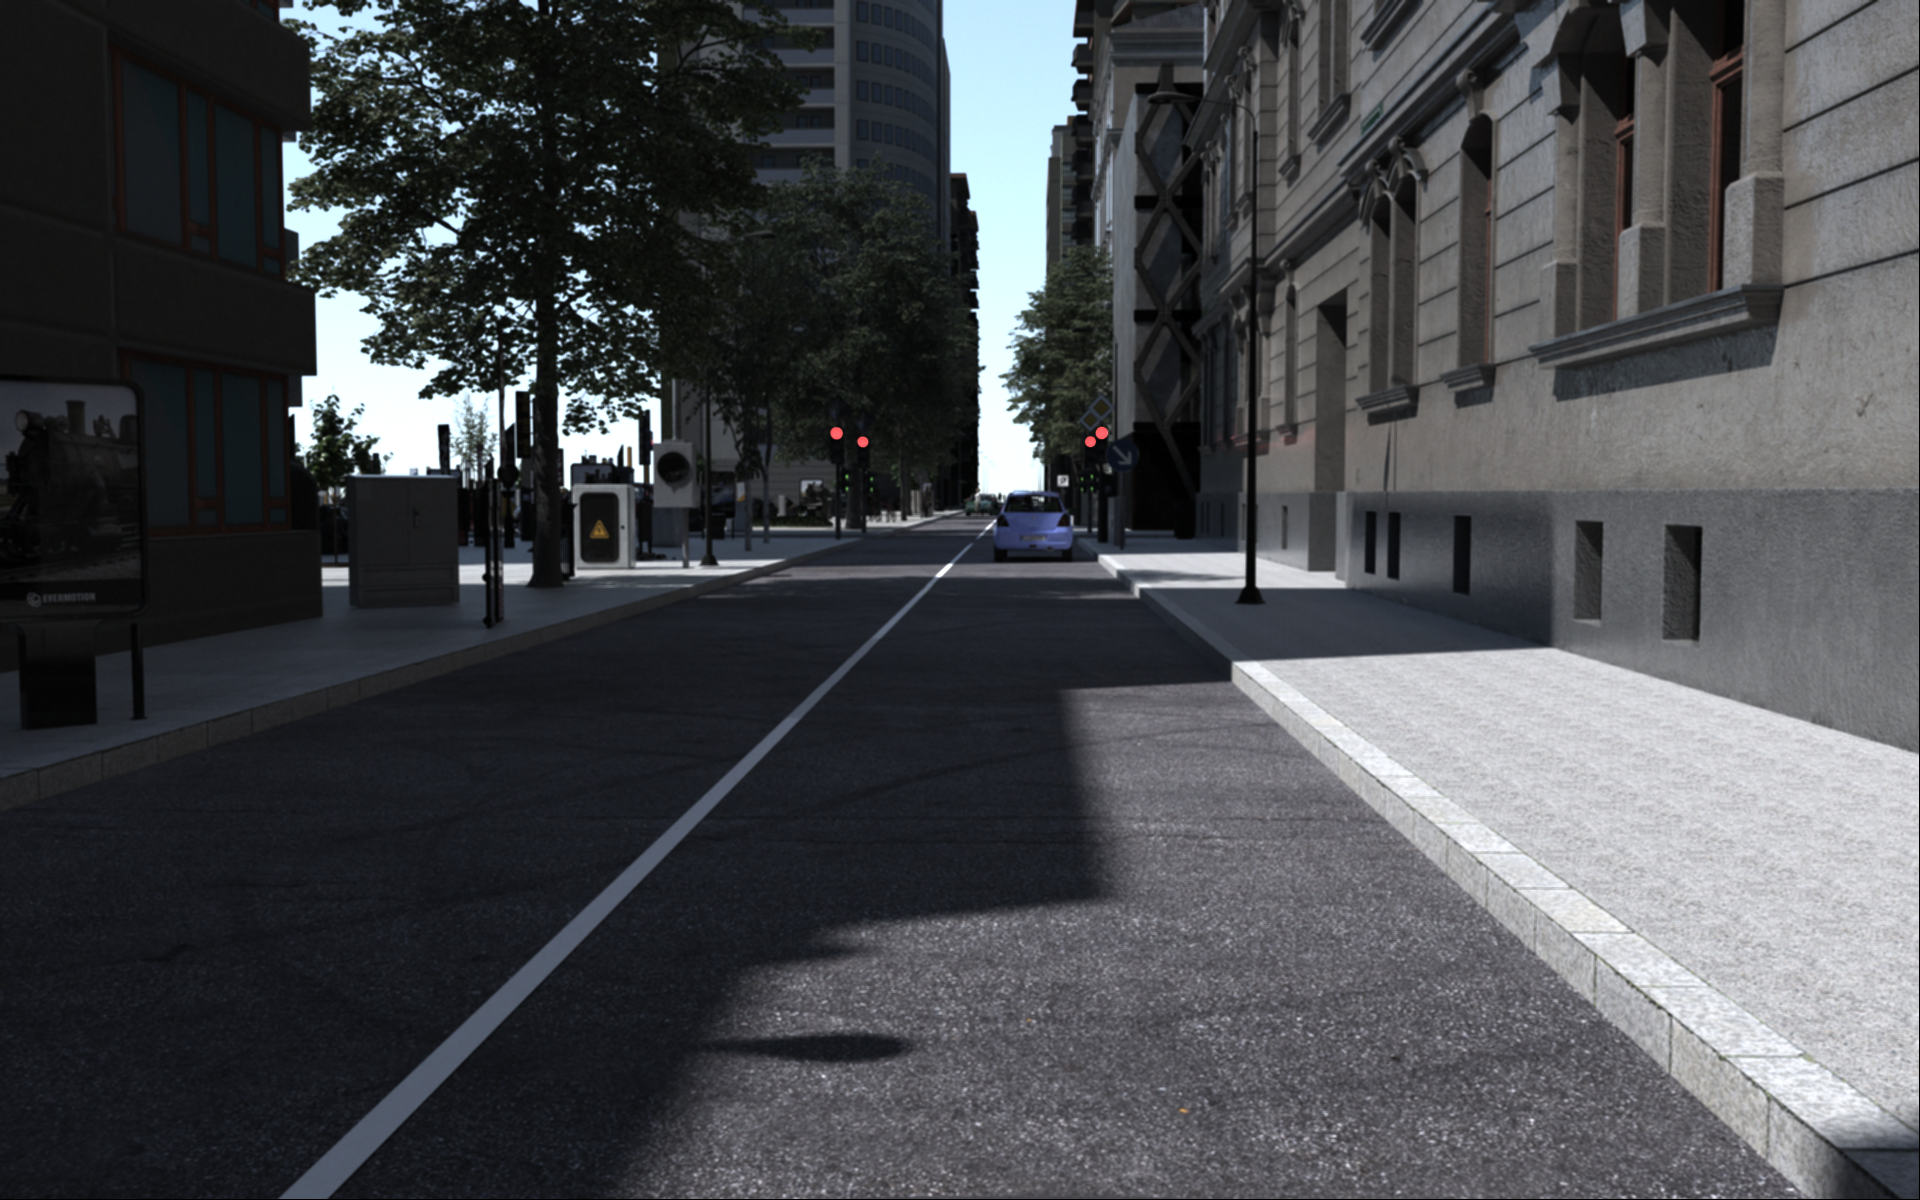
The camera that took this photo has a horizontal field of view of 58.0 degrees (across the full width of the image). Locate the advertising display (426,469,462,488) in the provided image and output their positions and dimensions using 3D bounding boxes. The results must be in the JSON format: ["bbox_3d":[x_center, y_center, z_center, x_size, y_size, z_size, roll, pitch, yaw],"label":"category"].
[{"bbox_3d":[-13.218,-2.399,44.444,0.123,1.923,0.974,3,5,41],"label":"advertising display"}]

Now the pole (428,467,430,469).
[{"bbox_3d":[-39.424,-8.246,128.662,0.158,3.312,0.155,0,3,0],"label":"pole"}]

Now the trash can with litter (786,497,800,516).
[{"bbox_3d":[-8.541,-4.680,87.907,1.055,1.170,0.624,-1,4,-19],"label":"trash can with litter"}]

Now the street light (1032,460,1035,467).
[{"bbox_3d":[9.592,-14.408,208.117,1.470,5.913,1.316,0,4,2],"label":"street light"}]

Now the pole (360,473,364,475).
[{"bbox_3d":[-29.562,-5.616,85.660,0.158,3.312,0.155,0,3,0],"label":"pole"}]

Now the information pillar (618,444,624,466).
[{"bbox_3d":[-15.829,-5.480,80.952,0.183,3.616,0.504,1,4,11],"label":"information pillar"}]

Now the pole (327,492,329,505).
[{"bbox_3d":[-39.182,-6.930,107.148,0.158,3.312,0.155,0,3,0],"label":"pole"}]

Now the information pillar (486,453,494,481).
[{"bbox_3d":[-26.433,-6.516,97.894,0.183,3.616,0.504,0,4,1],"label":"information pillar"}]

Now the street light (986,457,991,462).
[{"bbox_3d":[2.758,-14.927,216.598,1.470,5.913,1.316,0,4,2],"label":"street light"}]

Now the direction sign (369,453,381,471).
[{"bbox_3d":[-32.339,-6.310,95.165,0.876,3.537,0.379,-2,4,-24],"label":"direction sign"}]

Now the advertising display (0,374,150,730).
[{"bbox_3d":[-4.975,-0.263,9.510,0.123,1.923,0.974,3,5,43],"label":"advertising display"}]

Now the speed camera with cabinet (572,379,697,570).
[{"bbox_3d":[-5.553,-2.154,29.560,2.038,3.252,0.660,0,4,-1],"label":"speed camera with cabinet"}]

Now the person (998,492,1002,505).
[{"bbox_3d":[5.348,-13.606,231.876,0.541,1.710,0.530,-1,4,-16],"label":"person"}]

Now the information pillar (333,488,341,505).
[{"bbox_3d":[-36.602,-6.750,101.710,0.183,3.616,0.504,3,4,39],"label":"information pillar"}]

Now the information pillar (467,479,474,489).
[{"bbox_3d":[-23.452,-4.805,83.057,0.304,2.012,0.304,-1,4,-22],"label":"information pillar"}]

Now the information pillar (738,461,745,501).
[{"bbox_3d":[-15.555,-8.059,123.114,0.504,3.616,0.183,-1,4,-17],"label":"information pillar"}]

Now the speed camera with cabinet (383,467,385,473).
[{"bbox_3d":[-40.798,-7.777,121.496,0.660,3.252,2.038,2,4,30],"label":"speed camera with cabinet"}]

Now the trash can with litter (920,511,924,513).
[{"bbox_3d":[-3.084,-6.552,118.177,2.233,1.210,1.678,-2,4,-24],"label":"trash can with litter"}]

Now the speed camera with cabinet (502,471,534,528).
[{"bbox_3d":[-16.413,-4.318,64.938,2.038,3.252,0.660,0,4,-7],"label":"speed camera with cabinet"}]

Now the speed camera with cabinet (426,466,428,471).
[{"bbox_3d":[-37.460,-7.757,121.158,0.660,3.252,2.038,1,4,13],"label":"speed camera with cabinet"}]

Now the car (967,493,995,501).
[{"bbox_3d":[1.585,-7.340,129.050,2.155,1.783,4.494,0,4,3],"label":"car"}]

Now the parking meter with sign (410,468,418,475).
[{"bbox_3d":[-36.362,-7.366,116.696,0.543,3.016,1.738,1,4,11],"label":"parking meter with sign"}]

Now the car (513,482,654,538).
[{"bbox_3d":[-11.272,-2.771,53.971,5.304,1.827,2.281,0,4,3],"label":"car"}]

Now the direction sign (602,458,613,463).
[{"bbox_3d":[-21.911,-7.081,107.775,0.876,3.537,0.379,2,4,29],"label":"direction sign"}]

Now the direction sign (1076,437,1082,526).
[{"bbox_3d":[4.858,-4.729,69.311,0.379,3.537,0.876,0,4,5],"label":"direction sign"}]

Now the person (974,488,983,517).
[{"bbox_3d":[1.178,-6.077,108.092,0.641,1.798,0.478,0,4,-5],"label":"person"}]

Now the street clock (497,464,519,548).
[{"bbox_3d":[-10.751,-2.243,41.245,0.358,2.002,0.471,3,5,43],"label":"street clock"}]

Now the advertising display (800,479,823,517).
[{"bbox_3d":[-6.165,-4.080,71.922,0.974,1.923,0.123,0,4,1],"label":"advertising display"}]

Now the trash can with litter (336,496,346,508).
[{"bbox_3d":[-28.764,-4.215,79.979,2.233,1.210,1.678,2,4,29],"label":"trash can with litter"}]

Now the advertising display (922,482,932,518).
[{"bbox_3d":[-1.822,-5.431,94.012,0.123,1.923,0.974,2,4,29],"label":"advertising display"}]

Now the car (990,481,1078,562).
[{"bbox_3d":[1.620,-1.732,37.904,1.945,1.707,3.694,0,4,3],"label":"car"}]

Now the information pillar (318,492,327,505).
[{"bbox_3d":[-34.290,-6.218,93.025,0.504,3.616,0.183,-1,4,-9],"label":"information pillar"}]

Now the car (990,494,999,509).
[{"bbox_3d":[2.511,-8.850,153.485,1.959,1.807,4.718,0,4,1],"label":"car"}]

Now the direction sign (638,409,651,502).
[{"bbox_3d":[-8.478,-3.340,46.605,0.379,3.537,0.876,-2,4,-29],"label":"direction sign"}]

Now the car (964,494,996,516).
[{"bbox_3d":[1.329,-6.324,115.201,2.131,1.459,4.920,0,4,2],"label":"car"}]

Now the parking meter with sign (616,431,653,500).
[{"bbox_3d":[-9.408,-3.163,47.971,1.738,3.016,0.543,1,4,11],"label":"parking meter with sign"}]

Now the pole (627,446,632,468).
[{"bbox_3d":[-14.146,-4.916,74.213,0.158,3.312,0.155,0,3,0],"label":"pole"}]

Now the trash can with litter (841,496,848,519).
[{"bbox_3d":[-5.836,-4.769,89.366,0.624,1.170,1.055,-2,4,-35],"label":"trash can with litter"}]

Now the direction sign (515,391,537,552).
[{"bbox_3d":[-9.405,-2.832,38.302,0.876,3.537,0.379,-3,5,-43],"label":"direction sign"}]

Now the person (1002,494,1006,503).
[{"bbox_3d":[6.985,-15.945,272.457,1.065,1.426,0.557,3,5,43],"label":"person"}]

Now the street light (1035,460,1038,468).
[{"bbox_3d":[7.540,-10.962,151.776,1.470,5.913,1.316,0,4,2],"label":"street light"}]

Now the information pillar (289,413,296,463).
[{"bbox_3d":[-19.507,-3.605,50.292,0.504,3.616,0.183,0,4,5],"label":"information pillar"}]

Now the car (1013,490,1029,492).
[{"bbox_3d":[5.608,-9.146,158.204,2.281,1.827,5.304,0,4,3],"label":"car"}]

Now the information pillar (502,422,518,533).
[{"bbox_3d":[-14.692,-3.981,56.438,0.504,3.616,0.183,-3,5,-44],"label":"information pillar"}]

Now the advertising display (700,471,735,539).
[{"bbox_3d":[-6.874,-2.688,49.168,0.974,1.923,0.123,-1,4,-15],"label":"advertising display"}]

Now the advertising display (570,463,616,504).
[{"bbox_3d":[-7.611,-1.881,35.971,0.974,1.923,0.123,1,4,14],"label":"advertising display"}]
